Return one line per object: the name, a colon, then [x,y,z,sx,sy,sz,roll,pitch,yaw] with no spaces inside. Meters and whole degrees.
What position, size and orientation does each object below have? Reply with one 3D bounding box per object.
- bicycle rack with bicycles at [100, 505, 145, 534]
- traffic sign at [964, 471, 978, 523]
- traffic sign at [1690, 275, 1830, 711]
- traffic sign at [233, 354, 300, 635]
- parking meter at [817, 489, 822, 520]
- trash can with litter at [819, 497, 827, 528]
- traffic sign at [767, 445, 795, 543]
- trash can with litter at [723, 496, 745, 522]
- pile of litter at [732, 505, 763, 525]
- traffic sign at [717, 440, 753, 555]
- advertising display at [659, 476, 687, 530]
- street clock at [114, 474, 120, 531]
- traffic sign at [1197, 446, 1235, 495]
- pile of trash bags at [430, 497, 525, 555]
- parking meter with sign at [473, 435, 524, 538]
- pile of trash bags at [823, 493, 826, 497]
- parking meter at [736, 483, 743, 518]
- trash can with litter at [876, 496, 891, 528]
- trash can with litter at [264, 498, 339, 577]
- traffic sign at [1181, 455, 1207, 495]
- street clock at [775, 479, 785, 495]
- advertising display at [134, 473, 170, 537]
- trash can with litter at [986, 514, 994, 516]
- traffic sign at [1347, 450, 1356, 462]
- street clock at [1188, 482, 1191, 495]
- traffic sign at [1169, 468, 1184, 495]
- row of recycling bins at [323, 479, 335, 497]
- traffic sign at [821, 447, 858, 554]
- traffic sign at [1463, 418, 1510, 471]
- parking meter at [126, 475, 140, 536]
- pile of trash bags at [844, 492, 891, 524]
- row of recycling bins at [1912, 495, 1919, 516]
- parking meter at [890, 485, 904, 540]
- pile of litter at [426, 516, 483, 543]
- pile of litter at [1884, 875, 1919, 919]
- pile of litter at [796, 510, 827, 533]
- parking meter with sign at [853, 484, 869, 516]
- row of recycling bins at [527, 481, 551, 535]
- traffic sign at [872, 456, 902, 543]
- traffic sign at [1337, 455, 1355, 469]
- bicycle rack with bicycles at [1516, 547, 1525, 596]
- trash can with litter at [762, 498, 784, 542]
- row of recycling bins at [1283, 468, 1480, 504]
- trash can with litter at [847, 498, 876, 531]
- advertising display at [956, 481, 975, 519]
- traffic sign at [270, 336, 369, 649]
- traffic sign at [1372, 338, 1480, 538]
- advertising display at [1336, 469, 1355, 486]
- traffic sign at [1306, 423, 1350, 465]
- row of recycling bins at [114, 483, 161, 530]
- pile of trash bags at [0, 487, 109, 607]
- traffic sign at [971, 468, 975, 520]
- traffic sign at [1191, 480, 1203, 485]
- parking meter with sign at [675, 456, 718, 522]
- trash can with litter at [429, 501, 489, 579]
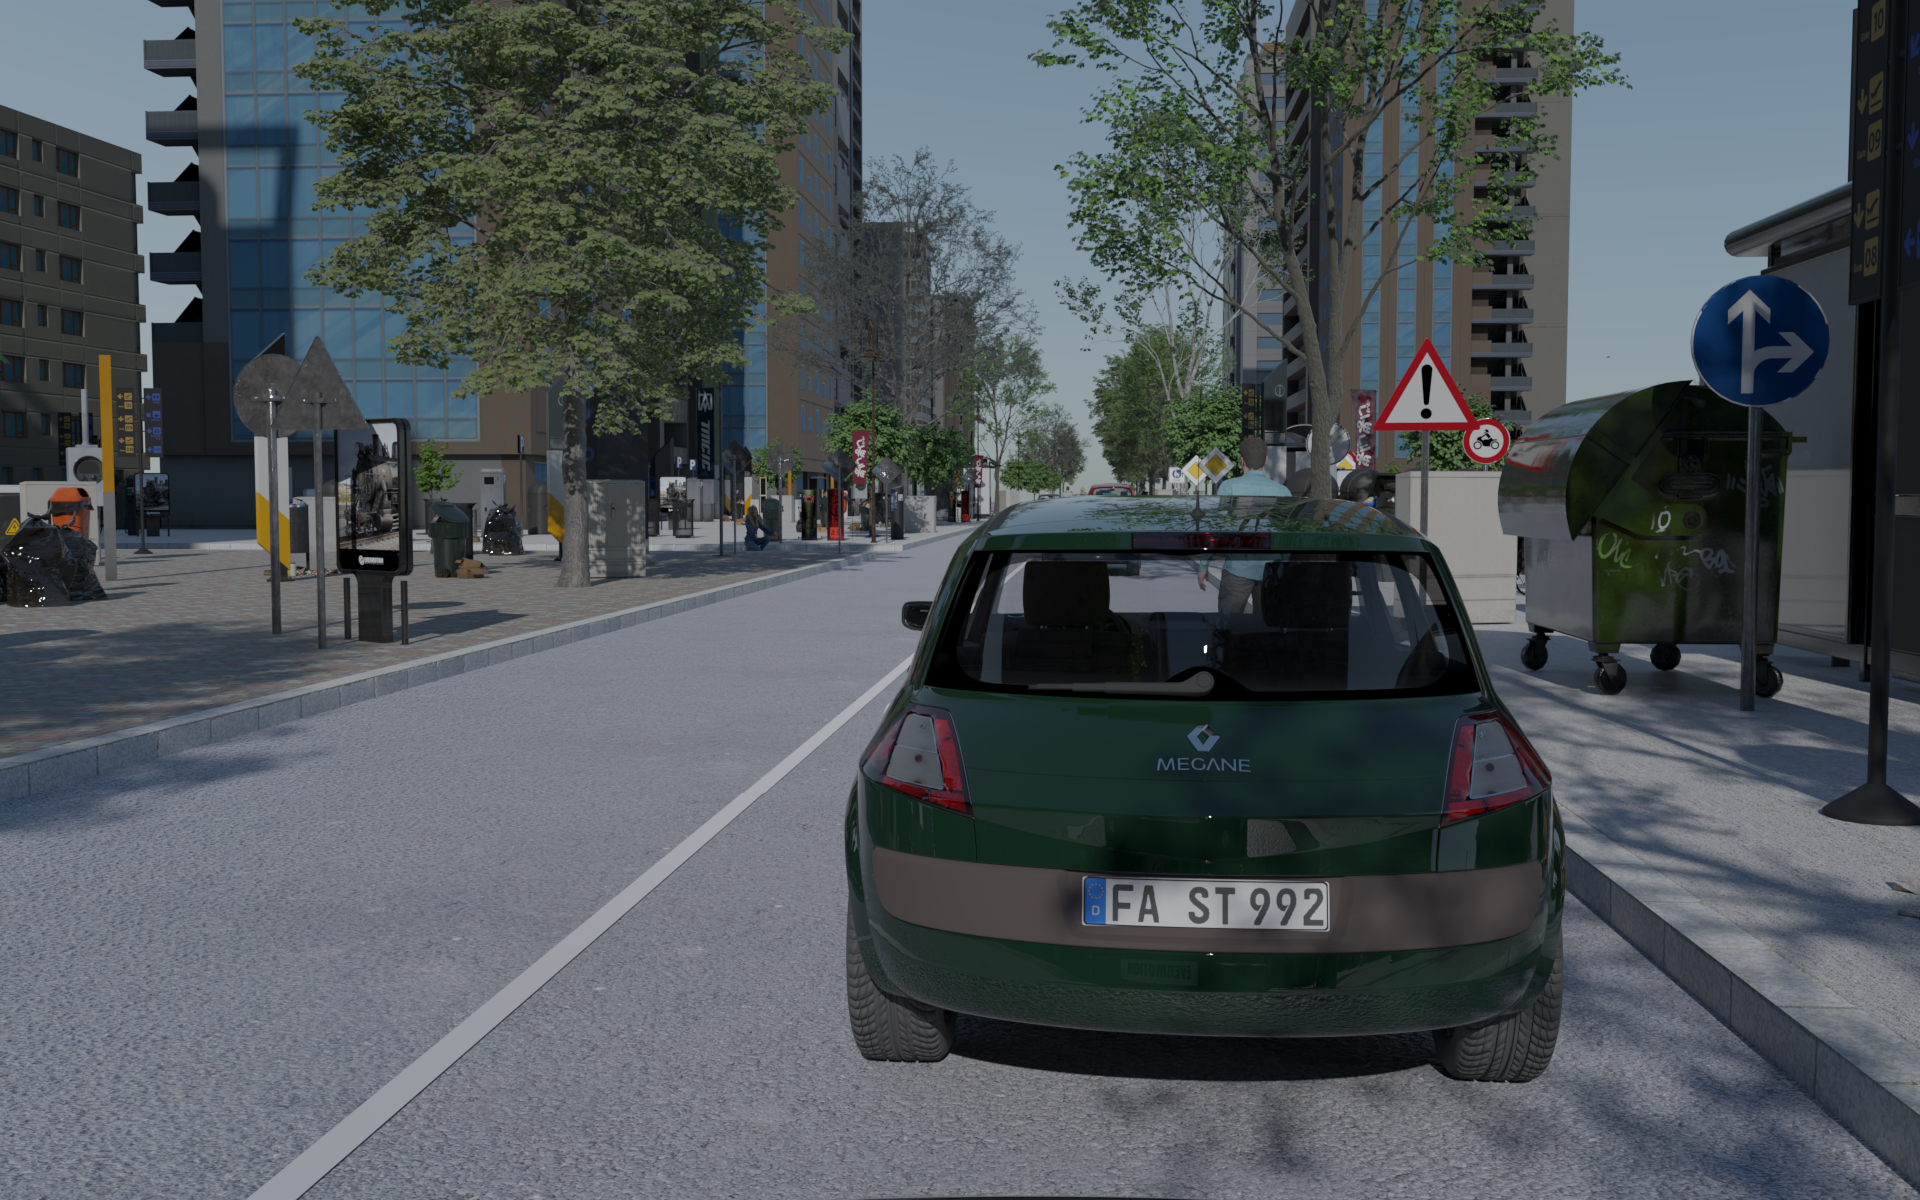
bicycle rack with bicycles: [-27.725,-2.626,56.317,2.852,0.926,2.925,-1,4,-21]
traffic sign: [0.439,-4.643,77.101,0.795,2.450,0.064,0,4,7]
traffic sign: [4.665,-0.616,10.186,0.768,2.556,0.104,1,4,8]
traffic sign: [-6.255,-0.958,15.777,0.768,2.556,0.104,0,4,7]
parking meter: [-7.039,-4.748,86.044,0.372,1.533,0.369,0,3,0]
trash can with litter: [-4.947,-3.325,65.758,0.624,1.170,1.055,-2,4,-25]
traffic sign: [-4.661,-2.742,44.933,0.768,2.556,0.104,1,4,15]
trash can with litter: [-10.638,-4.250,80.874,1.055,1.170,0.624,-2,4,-32]
pile of litter: [-8.858,-3.543,71.890,1.176,0.858,1.719,3,4,37]
traffic sign: [-4.765,-2.170,36.663,0.795,2.450,0.064,1,4,14]
advertising display: [-10.249,-3.467,61.891,0.974,1.923,0.123,0,4,-6]
street clock: [-29.564,-3.415,60.400,0.471,2.002,0.358,-1,4,-13]
traffic sign: [5.379,-2.008,36.479,0.795,2.450,0.064,0,4,5]
pile of trash bags: [-10.927,-1.650,36.729,3.447,1.369,1.912,0,4,-5]
parking meter with sign: [-13.756,-3.349,51.013,1.738,3.016,0.543,0,4,-3]
pile of trash bags: [-7.087,-5.448,98.825,1.912,1.369,3.447,1,4,10]
parking meter: [-11.614,-5.227,91.176,0.255,1.863,0.399,-3,5,-43]
trash can with litter: [-3.011,-3.423,67.030,1.678,1.210,2.233,0,4,7]
trash can with litter: [-10.298,-1.025,27.821,1.678,1.210,2.233,2,4,25]
traffic sign: [6.054,-2.495,44.436,0.795,2.450,0.064,0,4,5]
street clock: [-8.459,-4.690,81.253,0.471,2.002,0.358,3,5,42]
advertising display: [-24.378,-2.878,52.274,0.974,1.923,0.123,-2,4,-28]
trash can with litter: [1.567,-5.457,100.274,1.678,1.210,2.233,0,4,3]
traffic sign: [10.835,-2.990,48.991,0.768,2.556,0.104,1,4,9]
street clock: [12.872,-5.747,98.538,0.471,2.002,0.358,3,4,36]
traffic sign: [8.333,-3.942,66.586,0.606,2.300,0.079,1,4,11]
row of recycling bins: [-16.296,-2.439,46.991,3.534,1.692,1.069,3,5,45]
traffic sign: [-2.585,-2.051,37.173,0.795,2.450,0.064,0,4,5]
traffic sign: [8.837,-1.776,29.149,0.768,2.556,0.104,1,4,11]
parking meter: [-25.533,-2.920,53.457,0.255,1.863,0.399,-1,4,-9]
pile of trash bags: [-3.771,-3.994,75.047,3.447,1.369,1.912,1,4,9]
row of recycling bins: [13.851,-0.985,23.222,1.069,1.692,3.534,0,4,6]
parking meter: [-1.765,-2.464,48.696,0.372,1.533,0.369,0,3,0]
pile of litter: [-13.276,-1.958,45.978,1.719,0.858,1.176,1,4,17]
pile of litter: [3.744,0.533,5.248,1.719,0.858,1.176,2,4,23]
pile of litter: [-4.942,-2.706,58.201,1.176,0.858,1.719,1,4,21]
parking meter with sign: [-5.828,-6.436,101.494,0.543,3.016,1.738,2,4,29]
row of recycling bins: [-11.996,-2.949,55.336,3.534,1.692,1.069,-1,4,-21]
traffic sign: [-1.910,-2.537,45.129,0.795,2.450,0.064,0,4,5]
traffic sign: [10.786,-2.899,48.579,0.795,2.450,0.064,1,4,10]
bicycle rack with bicycles: [6.923,-0.482,21.256,2.852,0.926,2.925,0,4,-7]
trash can with litter: [-5.049,-2.177,46.975,0.624,1.170,1.055,-1,4,-10]
row of recycling bins: [6.818,-1.239,27.367,3.534,1.692,1.069,-1,4,-13]
trash can with litter: [-3.439,-2.982,60.147,1.055,1.170,0.624,2,4,29]
advertising display: [0.296,-5.062,87.984,0.974,1.923,0.123,1,4,16]
traffic sign: [-5.298,-0.875,14.315,0.884,2.594,0.081,1,4,10]
traffic sign: [3.907,-0.891,14.574,0.884,2.594,0.081,0,4,6]
advertising display: [10.108,-2.397,44.411,0.974,1.923,0.123,2,4,28]
traffic sign: [6.507,-1.869,30.671,0.768,2.556,0.104,0,4,7]
row of recycling bins: [-30.113,-3.488,64.136,1.069,1.692,3.534,1,4,18]
pile of trash bags: [-11.296,-0.685,20.955,1.912,1.369,3.447,0,4,-8]
traffic sign: [0.589,-5.258,86.081,0.768,2.556,0.104,0,4,5]
traffic sign: [13.060,-5.845,95.679,0.768,2.556,0.104,0,4,8]
parking meter with sign: [-12.212,-5.112,79.847,1.738,3.016,0.543,1,4,17]
trash can with litter: [-7.648,-0.929,26.578,1.055,1.170,0.624,2,4,35]
